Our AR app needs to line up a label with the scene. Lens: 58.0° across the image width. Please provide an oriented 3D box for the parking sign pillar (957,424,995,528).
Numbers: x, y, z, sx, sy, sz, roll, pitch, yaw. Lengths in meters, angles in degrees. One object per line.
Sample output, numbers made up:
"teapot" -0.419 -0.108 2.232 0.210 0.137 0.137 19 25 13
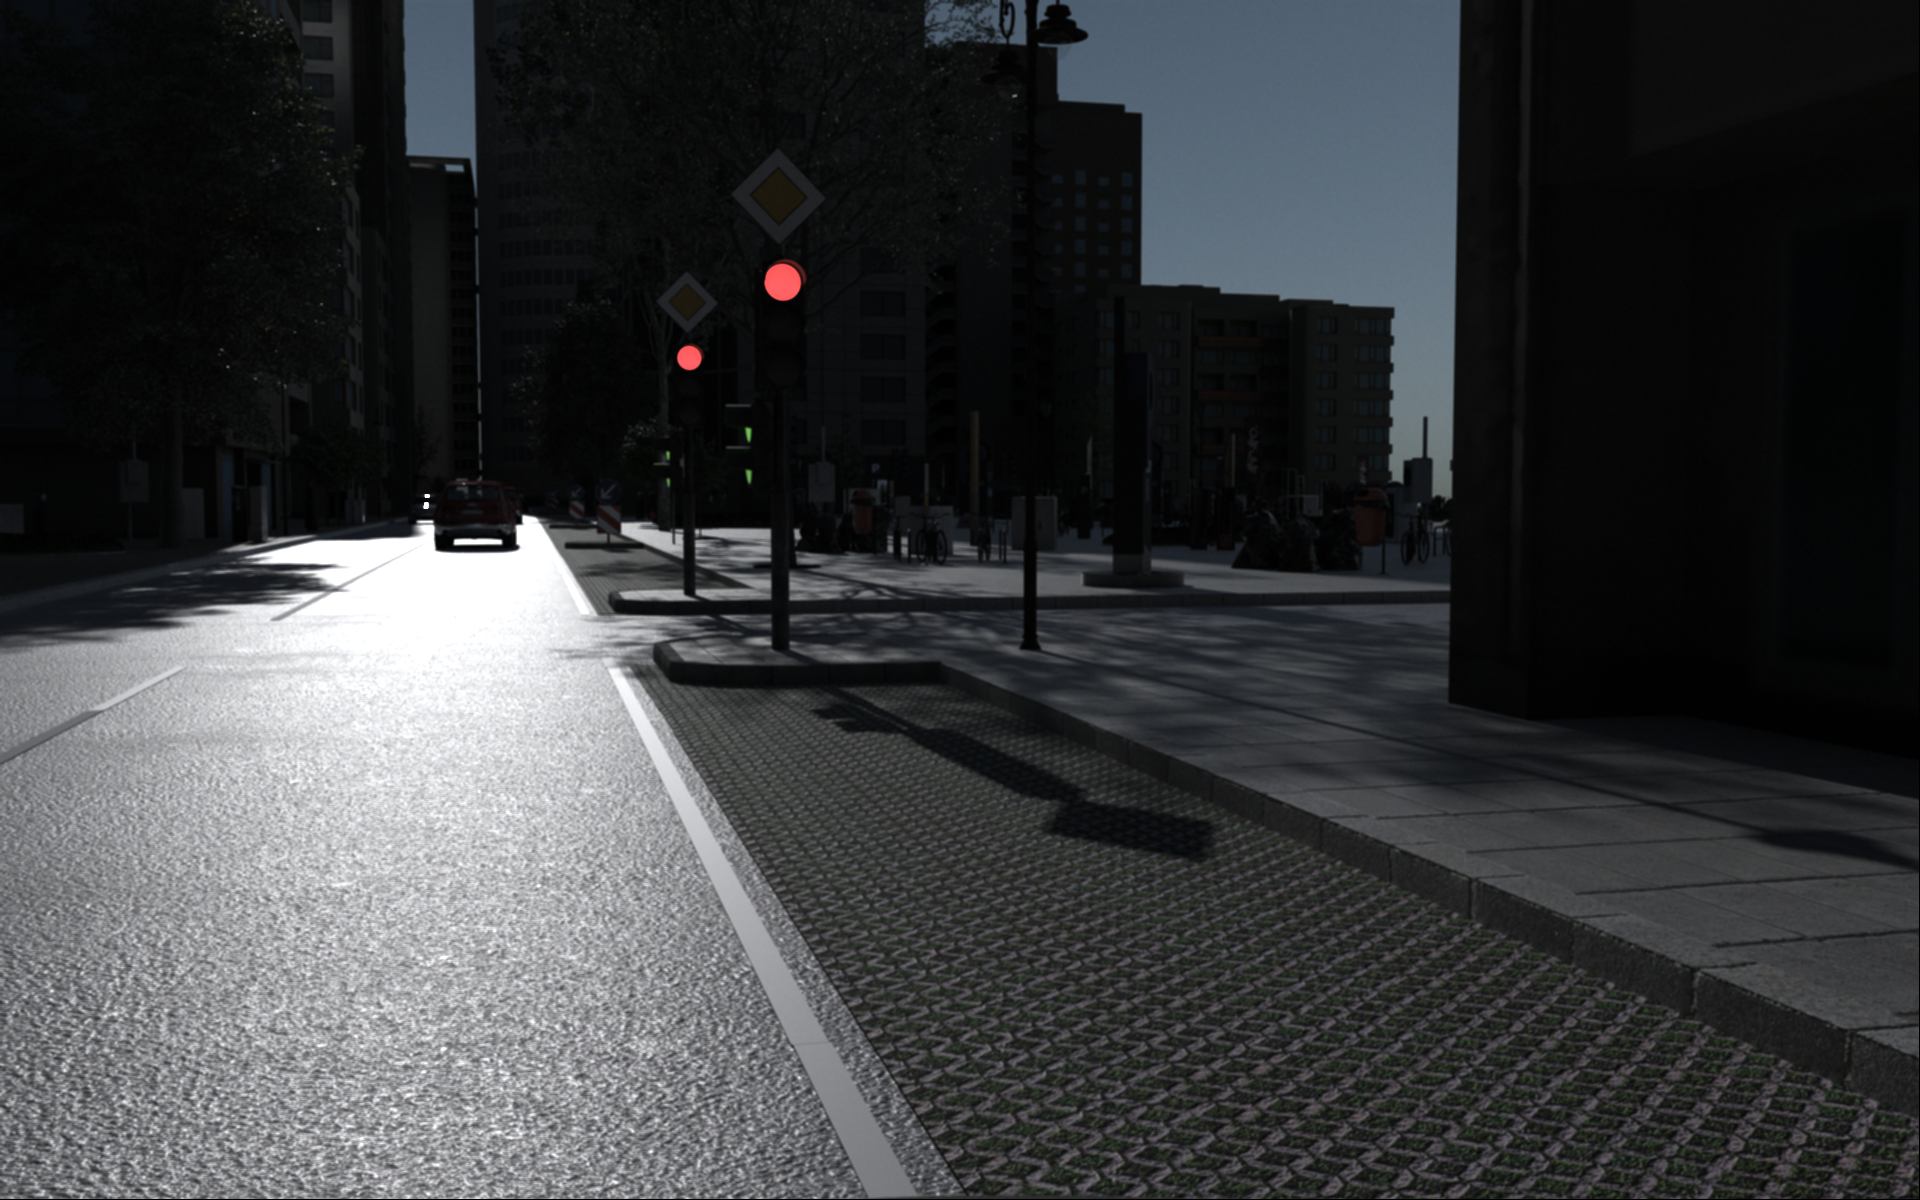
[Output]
"parking sign pillar" 0.657 -4.918 68.884 1.447 3.967 1.447 -2 4 -28

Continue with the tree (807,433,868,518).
"tree" -6.525 -6.665 92.686 4.285 4.588 4.351 0 3 0

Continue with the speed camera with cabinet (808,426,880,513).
"speed camera with cabinet" -3.385 -3.451 50.764 2.038 3.252 0.660 -1 4 -18

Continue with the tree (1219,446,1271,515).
"tree" 10.123 -4.031 60.503 1.663 3.219 1.824 0 3 0

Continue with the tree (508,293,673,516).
"tree" -20.956 -11.164 99.534 9.611 12.733 9.660 0 3 0

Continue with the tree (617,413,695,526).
"tree" -12.250 -5.286 70.134 4.285 4.588 4.351 0 3 0

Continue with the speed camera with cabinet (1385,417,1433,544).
"speed camera with cabinet" 11.647 -3.099 45.005 0.660 3.252 2.038 0 4 -5

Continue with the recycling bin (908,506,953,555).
"recycling bin" -0.631 -1.490 36.911 0.722 1.027 0.722 -3 5 -44

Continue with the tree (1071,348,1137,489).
"tree" 7.938 -8.386 87.474 4.737 8.622 4.395 0 3 0

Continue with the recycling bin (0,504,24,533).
"recycling bin" -24.499 -1.942 44.313 0.722 1.027 0.722 2 4 30

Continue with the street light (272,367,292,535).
"street light" -21.157 -4.978 54.185 0.468 5.910 1.993 -1 4 -14

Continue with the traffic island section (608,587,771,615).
"traffic island section" -3.418 0.014 22.052 2.009 0.180 2.903 -1 4 -14

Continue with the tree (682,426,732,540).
"tree" -7.305 -3.318 48.850 1.663 3.219 1.824 0 3 0

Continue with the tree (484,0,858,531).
"tree" -8.843 -12.468 59.742 12.611 20.169 13.585 0 3 0

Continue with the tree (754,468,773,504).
"tree" -9.264 -5.403 82.936 1.663 3.219 1.824 0 3 0

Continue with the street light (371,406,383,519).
"street light" -29.929 -7.112 89.074 0.468 5.910 1.993 -1 4 -14

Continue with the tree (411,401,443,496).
"tree" -43.471 -11.499 138.364 4.737 8.622 4.395 0 3 0

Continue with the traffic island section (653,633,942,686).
"traffic island section" -1.459 0.488 14.310 2.009 0.180 2.903 -1 4 -14

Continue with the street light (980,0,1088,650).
"street light" 0.580 -2.531 14.163 0.468 5.910 1.993 -1 4 -14

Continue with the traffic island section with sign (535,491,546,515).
"traffic island section with sign" -28.526 -6.888 121.253 1.989 1.847 2.006 -1 4 -14

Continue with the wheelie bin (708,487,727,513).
"wheelie bin" -11.398 -4.509 81.623 0.693 1.594 0.980 2 4 25

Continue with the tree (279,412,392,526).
"tree" -25.328 -5.226 69.154 4.285 4.588 4.351 0 3 0

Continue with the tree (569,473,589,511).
"tree" -28.730 -8.316 130.570 1.663 3.219 1.824 0 3 0

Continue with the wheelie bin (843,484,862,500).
"wheelie bin" -3.404 -3.002 56.993 0.693 1.594 0.980 -2 4 -35

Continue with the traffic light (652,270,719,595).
"traffic light" -3.460 -2.019 21.928 0.839 4.253 0.868 -1 4 -14

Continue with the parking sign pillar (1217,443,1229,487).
"parking sign pillar" 13.714 -6.236 90.437 1.447 3.967 1.447 1 4 17

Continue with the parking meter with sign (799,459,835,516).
"parking meter with sign" -7.163 -5.533 86.727 1.738 3.016 0.543 -1 4 -22

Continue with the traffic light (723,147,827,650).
"traffic light" -1.500 -1.545 14.186 0.839 4.253 0.868 -1 4 -14

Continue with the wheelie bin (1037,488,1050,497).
"wheelie bin" 4.446 -5.068 90.769 0.693 1.594 0.980 3 4 39

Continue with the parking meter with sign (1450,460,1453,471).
"parking meter with sign" 25.636 -5.675 89.043 0.543 3.016 1.738 2 4 27

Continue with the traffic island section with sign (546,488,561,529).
"traffic island section with sign" -16.155 -3.898 72.362 1.989 1.847 2.006 -1 4 -14

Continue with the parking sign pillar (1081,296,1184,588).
"parking sign pillar" 2.430 -2.190 24.278 1.447 3.967 1.447 1 4 12

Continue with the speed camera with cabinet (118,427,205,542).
"speed camera with cabinet" -21.811 -3.239 47.287 2.038 3.252 0.660 -2 4 -32

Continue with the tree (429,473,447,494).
"tree" -46.890 -9.841 155.496 1.663 3.219 1.824 0 3 0

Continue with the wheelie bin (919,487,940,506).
"wheelie bin" -1.459 -4.505 81.559 0.980 1.594 0.693 -1 4 -20

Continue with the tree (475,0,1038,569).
"tree" -3.116 -7.306 29.828 12.009 13.543 11.850 0 3 0

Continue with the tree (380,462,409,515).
"tree" -34.424 -6.741 104.815 1.663 3.219 1.824 0 3 0

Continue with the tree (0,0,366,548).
"tree" -18.756 -8.208 40.850 9.857 13.997 8.962 0 3 0

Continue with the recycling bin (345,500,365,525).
"recycling bin" -25.548 -3.704 73.107 0.722 1.027 0.722 -1 4 -15

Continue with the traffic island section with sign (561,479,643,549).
"traffic island section with sign" -9.461 -2.280 45.901 1.989 1.847 2.006 -1 4 -14

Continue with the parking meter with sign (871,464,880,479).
"parking meter with sign" -4.678 -6.240 98.277 0.543 3.016 1.738 -1 4 -10
